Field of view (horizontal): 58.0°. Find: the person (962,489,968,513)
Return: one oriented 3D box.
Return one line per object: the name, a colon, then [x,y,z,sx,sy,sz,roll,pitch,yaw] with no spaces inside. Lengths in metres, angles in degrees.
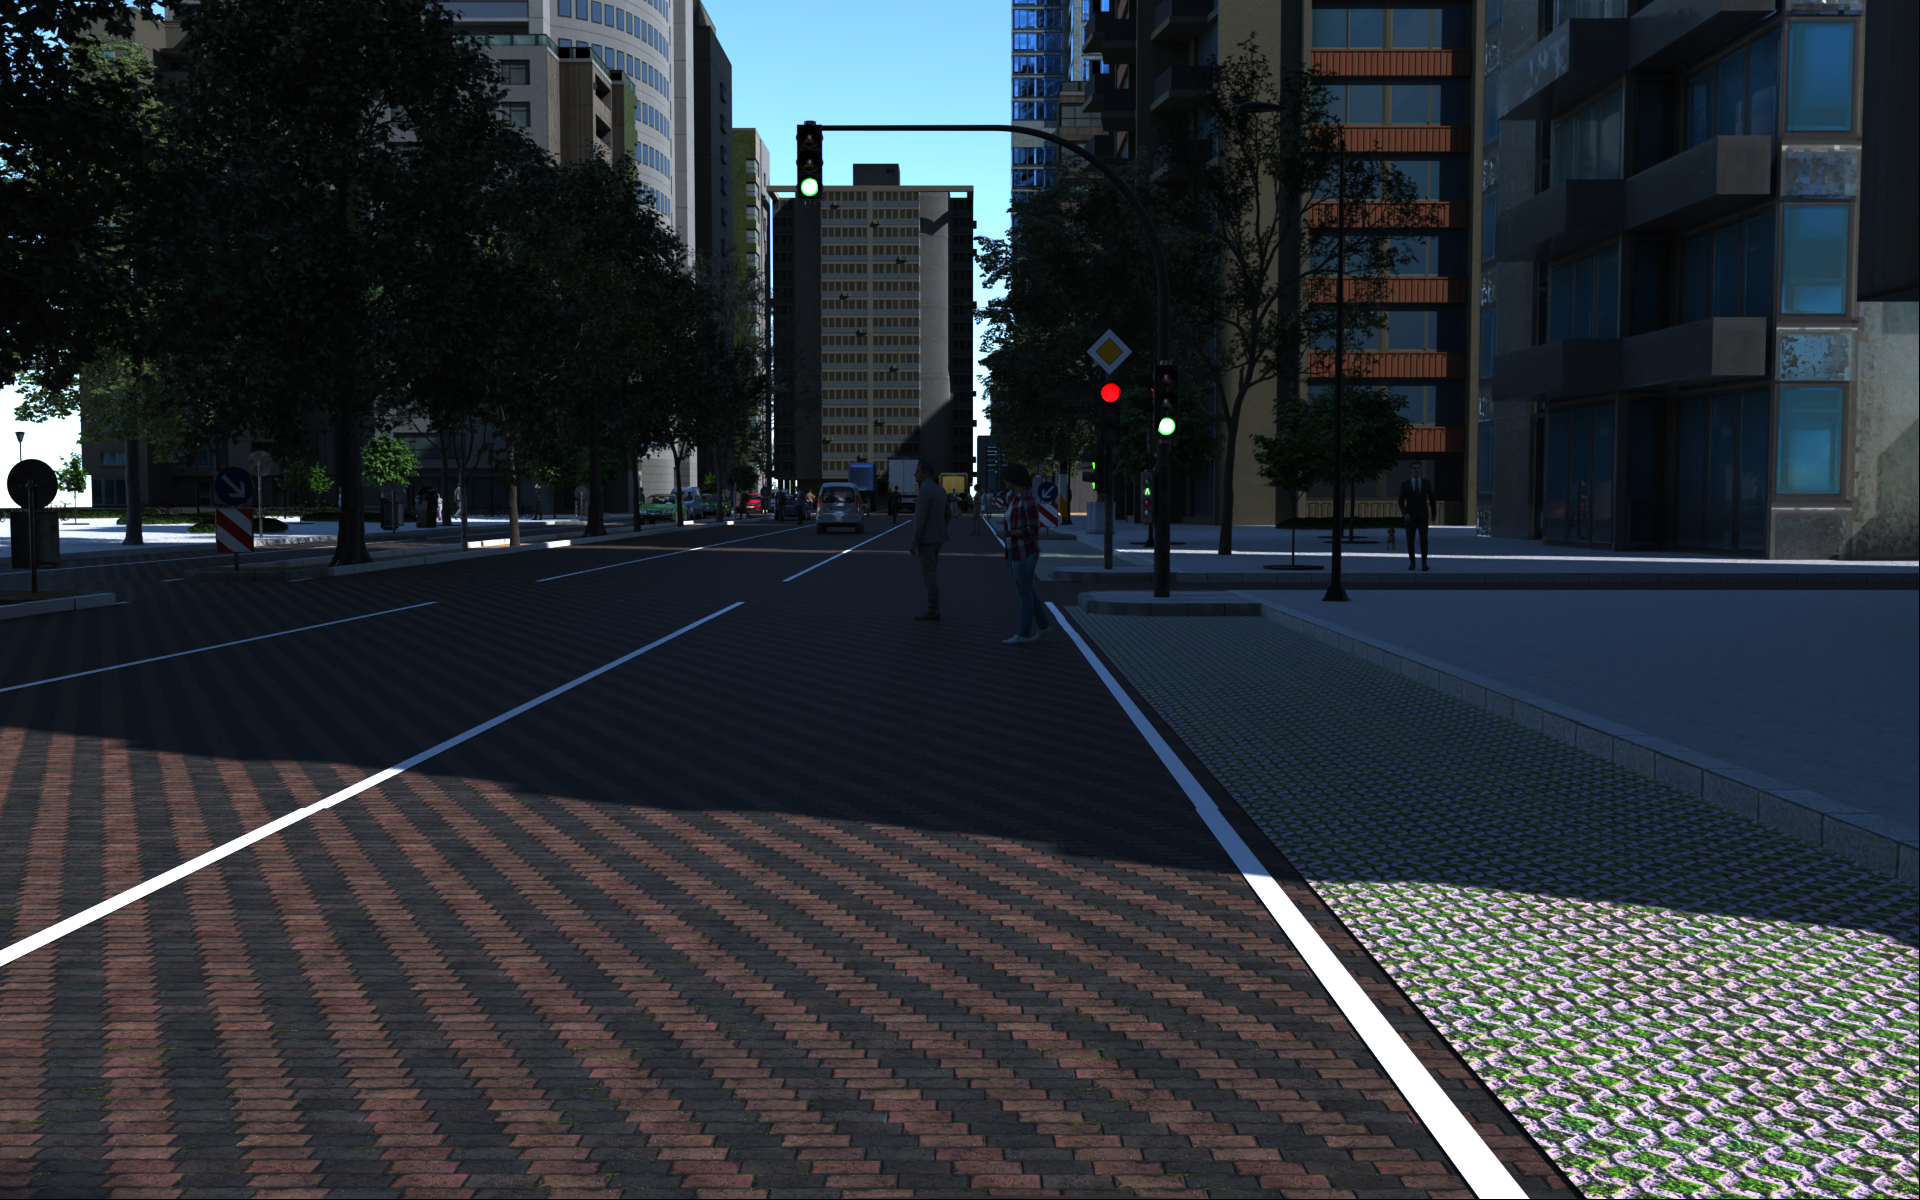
person: [0.394,-7.604,132.925,0.705,1.812,1.348,1,4,17]

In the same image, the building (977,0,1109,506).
building: [17.476,-54.192,198.712,31.000,86.520,22.319,0,4,0]

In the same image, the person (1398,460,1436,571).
person: [7.673,-1.418,29.000,0.659,1.850,0.755,1,4,9]

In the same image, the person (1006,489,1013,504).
person: [2.705,-4.896,88.657,0.679,1.850,0.850,0,4,-7]

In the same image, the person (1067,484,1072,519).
person: [5.461,-5.089,89.419,0.590,1.801,0.661,-3,4,-37]

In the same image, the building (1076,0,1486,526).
building: [17.259,-26.176,82.605,22.147,44.769,28.867,0,4,0]

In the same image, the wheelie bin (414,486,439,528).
wheelie bin: [-20.206,-3.537,65.739,0.693,1.594,0.980,1,4,22]

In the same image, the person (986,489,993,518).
person: [1.659,-5.661,101.624,0.480,1.755,0.524,2,4,30]

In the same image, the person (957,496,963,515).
person: [-0.172,-6.358,115.640,0.628,1.438,0.799,1,4,18]

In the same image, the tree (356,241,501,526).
tree: [-20.767,-8.776,69.246,9.928,11.665,9.643,0,3,0]

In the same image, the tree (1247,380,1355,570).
tree: [5.661,-2.147,29.701,1.663,3.219,1.824,0,3,0]

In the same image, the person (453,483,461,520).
person: [-25.017,-4.919,86.570,0.679,1.850,0.850,3,4,36]

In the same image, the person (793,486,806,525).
person: [-7.513,-4.425,81.029,0.473,1.802,0.592,-3,5,-42]

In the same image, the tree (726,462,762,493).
tree: [-20.751,-11.165,166.267,4.285,4.588,4.351,0,3,0]

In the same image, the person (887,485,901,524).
person: [-3.123,-4.605,83.575,0.659,1.850,0.755,1,4,16]

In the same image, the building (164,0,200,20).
building: [-76.870,-46.525,198.929,20.611,71.187,20.563,0,4,0]

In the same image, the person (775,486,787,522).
person: [-9.055,-4.839,87.588,0.622,1.834,0.822,0,4,4]

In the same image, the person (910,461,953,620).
person: [-0.346,-0.682,19.752,0.391,1.810,0.635,1,4,17]

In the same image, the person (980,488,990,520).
person: [1.344,-5.259,94.841,0.624,1.780,0.694,2,4,28]

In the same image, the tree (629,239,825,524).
tree: [-11.572,-10.412,83.070,12.009,13.543,11.850,0,3,0]

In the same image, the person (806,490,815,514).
person: [-10.837,-7.117,125.389,0.617,1.759,0.750,1,4,10]

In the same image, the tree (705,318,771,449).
tree: [-11.988,-7.808,64.527,8.767,10.594,7.601,0,4,0]

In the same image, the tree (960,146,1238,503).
tree: [5.133,-9.562,62.989,9.857,13.997,8.962,0,3,0]

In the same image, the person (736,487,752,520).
person: [-12.015,-5.365,96.183,0.822,1.834,0.622,0,4,2]

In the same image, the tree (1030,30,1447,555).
tree: [5.517,-6.207,35.905,8.767,10.594,7.601,1,4,9]

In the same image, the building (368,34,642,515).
building: [-29.175,-20.862,112.787,14.160,30.474,14.107,0,4,0]

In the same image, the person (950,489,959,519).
person: [-0.340,-5.625,101.026,0.519,1.759,0.362,-2,4,-23]

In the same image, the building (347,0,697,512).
building: [-33.138,-36.174,133.440,21.231,58.520,28.212,0,4,0]

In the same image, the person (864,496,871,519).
person: [-5.233,-5.202,97.807,0.590,1.304,0.306,-3,5,-43]

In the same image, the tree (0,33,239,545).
tree: [-21.148,-7.693,43.908,7.486,12.596,7.792,0,3,0]

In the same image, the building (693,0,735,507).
building: [-33.845,-33.263,167.549,21.600,48.544,21.300,0,4,0]

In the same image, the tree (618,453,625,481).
tree: [-20.776,-7.042,98.852,4.285,4.588,4.351,0,3,0]

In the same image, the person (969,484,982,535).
person: [0.549,-3.172,60.711,0.374,1.781,0.599,-1,4,-14]

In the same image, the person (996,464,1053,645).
person: [0.628,-0.442,16.568,0.643,1.720,0.563,-1,4,-13]

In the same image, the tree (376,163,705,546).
tree: [-11.893,-6.700,46.409,8.767,10.594,7.601,0,4,0]

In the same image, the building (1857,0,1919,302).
building: [13.681,-19.896,8.899,14.154,41.232,14.086,0,4,0]

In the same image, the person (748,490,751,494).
person: [-21.305,-10.377,175.695,1.348,1.826,0.705,-3,4,-37]

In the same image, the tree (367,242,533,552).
tree: [-11.587,-5.342,40.155,4.737,8.622,4.395,0,3,0]

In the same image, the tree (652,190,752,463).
tree: [-11.783,-8.337,55.772,9.611,12.733,9.660,0,3,0]

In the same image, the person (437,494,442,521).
person: [-24.984,-4.450,83.085,0.425,1.301,0.394,0,4,3]

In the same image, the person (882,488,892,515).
person: [-4.714,-6.570,116.055,0.705,1.807,1.348,-3,5,-39]

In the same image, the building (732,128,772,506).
building: [-29.076,-31.380,196.663,14.086,41.232,14.154,0,4,0]

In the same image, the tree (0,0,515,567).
tree: [-11.586,-6.930,32.770,9.611,12.733,9.660,0,3,0]

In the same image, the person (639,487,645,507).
person: [-17.632,-5.354,96.132,0.767,1.812,0.694,-2,4,-30]

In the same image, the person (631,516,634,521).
person: [-17.059,-4.790,91.064,0.590,1.304,0.306,-3,5,-44]

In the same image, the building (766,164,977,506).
building: [-10.002,-31.465,206.329,23.993,40.220,32.217,0,4,0]

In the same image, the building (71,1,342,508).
building: [-69.646,-33.241,167.192,21.600,48.544,21.300,0,4,0]

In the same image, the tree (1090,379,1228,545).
tree: [5.022,-3.712,44.402,4.285,4.588,4.351,0,3,0]

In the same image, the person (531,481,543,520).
person: [-20.699,-4.858,84.828,0.474,1.900,0.648,-3,4,-39]

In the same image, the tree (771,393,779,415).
tree: [-11.682,-8.302,72.605,8.767,10.594,7.601,0,4,0]

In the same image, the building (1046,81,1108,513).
building: [13.807,-21.592,124.735,14.160,30.474,14.107,0,4,0]

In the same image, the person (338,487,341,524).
person: [-26.566,-4.075,74.486,0.589,1.601,0.330,3,5,45]

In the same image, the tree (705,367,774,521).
tree: [-11.898,-8.481,91.490,4.360,8.622,3.978,0,3,0]

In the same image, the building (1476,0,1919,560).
building: [28.555,-25.819,41.756,30.456,49.044,23.786,0,4,0]

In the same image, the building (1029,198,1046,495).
building: [13.834,-24.428,171.093,14.160,30.474,14.107,0,4,0]

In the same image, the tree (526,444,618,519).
tree: [-20.773,-6.433,88.895,4.285,4.588,4.351,0,3,0]
